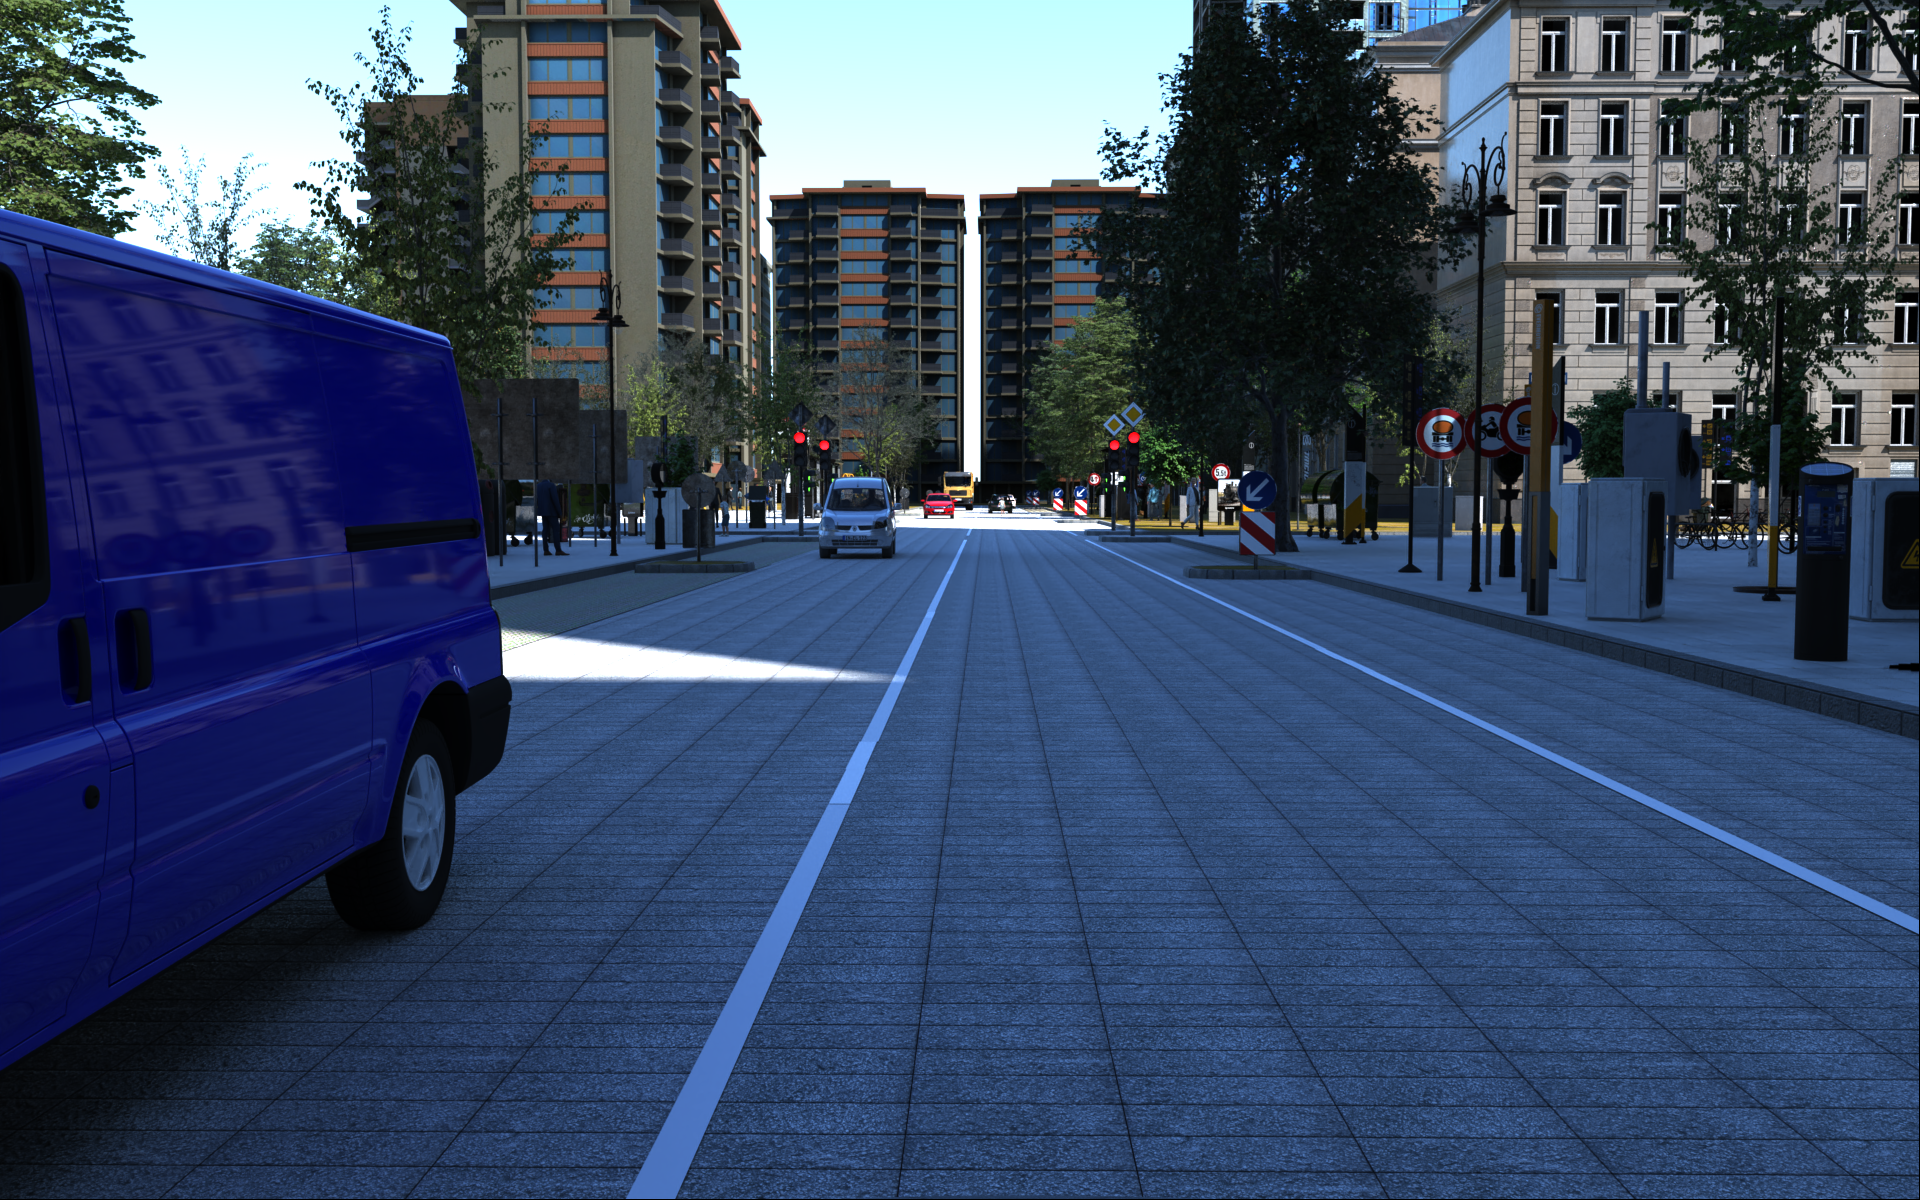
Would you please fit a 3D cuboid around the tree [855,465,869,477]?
[{"bbox_3d":[-6.664,-7.327,114.403,1.663,3.219,1.824,0,3,0],"label":"tree"}]

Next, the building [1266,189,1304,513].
[{"bbox_3d":[29.462,-19.911,122.802,12.463,27.353,25.104,0,4,1],"label":"building"}]

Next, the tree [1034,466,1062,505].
[{"bbox_3d":[10.107,-13.310,201.334,4.285,4.588,4.351,0,3,0],"label":"tree"}]

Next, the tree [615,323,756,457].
[{"bbox_3d":[-19.723,-13.027,123.361,12.009,13.543,11.850,0,3,0],"label":"tree"}]

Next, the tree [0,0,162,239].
[{"bbox_3d":[-16.709,-6.702,27.702,7.486,12.596,7.792,0,3,0],"label":"tree"}]

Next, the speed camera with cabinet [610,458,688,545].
[{"bbox_3d":[-7.975,-3.065,44.444,2.038,3.252,0.660,2,4,24],"label":"speed camera with cabinet"}]

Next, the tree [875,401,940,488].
[{"bbox_3d":[-5.734,-15.849,184.885,9.928,11.665,9.643,0,3,0],"label":"tree"}]

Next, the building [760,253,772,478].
[{"bbox_3d":[-39.994,-34.114,249.642,23.993,40.220,32.217,0,4,1],"label":"building"}]

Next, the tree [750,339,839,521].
[{"bbox_3d":[-7.558,-8.031,81.670,4.360,8.622,3.978,0,3,0],"label":"tree"}]

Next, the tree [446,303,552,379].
[{"bbox_3d":[-28.271,-11.336,102.351,9.611,12.733,9.660,0,3,0],"label":"tree"}]

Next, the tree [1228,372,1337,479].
[{"bbox_3d":[16.627,-8.373,87.267,4.360,8.622,3.978,0,3,0],"label":"tree"}]

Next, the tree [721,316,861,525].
[{"bbox_3d":[-7.406,-7.372,70.887,4.737,8.622,4.395,0,3,0],"label":"tree"}]

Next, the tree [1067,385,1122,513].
[{"bbox_3d":[8.798,-10.165,116.559,4.737,8.622,4.395,0,3,0],"label":"tree"}]

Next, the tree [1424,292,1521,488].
[{"bbox_3d":[18.361,-6.955,64.085,4.360,8.622,3.978,0,3,0],"label":"tree"}]

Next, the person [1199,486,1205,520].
[{"bbox_3d":[11.999,-4.853,86.394,0.522,1.701,0.512,0,4,-4],"label":"person"}]

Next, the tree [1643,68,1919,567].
[{"bbox_3d":[14.293,-4.895,30.404,4.737,8.622,4.395,0,3,0],"label":"tree"}]

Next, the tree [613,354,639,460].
[{"bbox_3d":[-17.839,-8.193,84.316,4.360,8.622,3.978,0,3,0],"label":"tree"}]

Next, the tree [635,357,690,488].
[{"bbox_3d":[-16.802,-8.765,93.666,4.737,8.622,4.395,0,3,0],"label":"tree"}]

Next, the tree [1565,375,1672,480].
[{"bbox_3d":[18.149,-3.913,47.693,4.285,4.588,4.351,0,3,0],"label":"tree"}]

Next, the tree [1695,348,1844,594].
[{"bbox_3d":[10.751,-1.719,22.707,1.663,3.219,1.824,0,3,0],"label":"tree"}]

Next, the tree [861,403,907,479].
[{"bbox_3d":[-6.259,-11.526,138.811,4.737,8.622,4.395,0,3,0],"label":"tree"}]

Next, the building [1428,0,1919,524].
[{"bbox_3d":[35.428,-17.237,79.081,25.104,27.353,12.463,0,4,1],"label":"building"}]

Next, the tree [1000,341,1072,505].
[{"bbox_3d":[11.292,-21.776,211.921,12.611,20.169,13.585,0,3,0],"label":"tree"}]

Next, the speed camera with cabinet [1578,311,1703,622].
[{"bbox_3d":[7.157,-1.457,18.160,0.660,3.252,2.038,2,4,35],"label":"speed camera with cabinet"}]

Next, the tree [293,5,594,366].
[{"bbox_3d":[-8.097,-4.695,27.125,4.737,8.622,4.395,0,3,0],"label":"tree"}]

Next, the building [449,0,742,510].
[{"bbox_3d":[-30.936,-30.317,150.304,22.147,44.769,28.867,0,4,1],"label":"building"}]

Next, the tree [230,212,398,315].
[{"bbox_3d":[-29.879,-10.462,77.716,9.857,13.997,8.962,0,3,0],"label":"tree"}]

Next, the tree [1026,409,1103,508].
[{"bbox_3d":[10.036,-13.543,155.832,8.767,10.594,7.601,0,4,7],"label":"tree"}]

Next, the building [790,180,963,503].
[{"bbox_3d":[-13.544,-36.063,244.261,28.867,44.769,22.147,0,4,1],"label":"building"}]

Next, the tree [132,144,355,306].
[{"bbox_3d":[-15.601,-5.318,37.308,4.360,8.622,3.978,0,3,0],"label":"tree"}]

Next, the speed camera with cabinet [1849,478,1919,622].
[{"bbox_3d":[10.128,-1.413,17.432,2.038,3.252,0.660,0,4,5],"label":"speed camera with cabinet"}]

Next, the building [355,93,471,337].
[{"bbox_3d":[-56.830,-33.089,191.116,14.200,45.320,14.600,0,4,1],"label":"building"}]

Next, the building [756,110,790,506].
[{"bbox_3d":[-34.373,-32.530,186.485,28.867,44.769,22.147,0,4,1],"label":"building"}]

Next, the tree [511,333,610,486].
[{"bbox_3d":[-18.541,-7.825,78.298,4.360,8.622,3.978,0,3,0],"label":"tree"}]

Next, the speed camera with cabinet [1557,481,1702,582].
[{"bbox_3d":[9.946,-1.918,25.691,2.038,3.252,0.660,-1,4,-13],"label":"speed camera with cabinet"}]

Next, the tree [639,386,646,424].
[{"bbox_3d":[-21.909,-10.132,116.027,4.360,8.622,3.978,0,3,0],"label":"tree"}]

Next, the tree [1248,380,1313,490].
[{"bbox_3d":[17.582,-8.830,94.736,4.737,8.622,4.395,0,3,0],"label":"tree"}]

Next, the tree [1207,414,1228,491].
[{"bbox_3d":[17.771,-9.366,103.501,4.360,8.622,3.978,0,3,0],"label":"tree"}]

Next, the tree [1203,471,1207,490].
[{"bbox_3d":[18.874,-10.399,120.381,4.360,8.622,3.978,0,3,0],"label":"tree"}]

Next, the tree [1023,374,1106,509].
[{"bbox_3d":[9.129,-13.380,144.523,9.928,11.665,9.643,0,3,0],"label":"tree"}]

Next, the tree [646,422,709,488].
[{"bbox_3d":[-7.429,-3.193,46.801,1.663,3.219,1.824,0,3,0],"label":"tree"}]

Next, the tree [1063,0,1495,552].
[{"bbox_3d":[7.145,-7.435,38.572,9.611,12.733,9.660,0,3,0],"label":"tree"}]

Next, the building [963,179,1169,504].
[{"bbox_3d":[15.316,-36.022,243.591,28.867,44.769,22.147,0,4,1],"label":"building"}]

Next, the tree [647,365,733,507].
[{"bbox_3d":[-15.364,-9.139,99.779,4.360,8.622,3.978,0,3,0],"label":"tree"}]

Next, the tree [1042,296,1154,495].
[{"bbox_3d":[8.736,-11.026,98.397,7.486,12.596,7.792,0,3,0],"label":"tree"}]

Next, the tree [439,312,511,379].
[{"bbox_3d":[-20.456,-7.348,70.496,4.360,8.622,3.978,0,3,0],"label":"tree"}]

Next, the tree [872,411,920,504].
[{"bbox_3d":[-5.592,-12.142,148.883,4.360,8.622,3.978,0,3,0],"label":"tree"}]

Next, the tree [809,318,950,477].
[{"bbox_3d":[-5.932,-12.915,121.531,12.009,13.543,11.850,0,3,0],"label":"tree"}]

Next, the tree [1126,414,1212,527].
[{"bbox_3d":[8.162,-5.141,67.775,4.285,4.588,4.351,0,3,0],"label":"tree"}]

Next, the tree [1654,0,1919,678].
[{"bbox_3d":[7.394,-5.267,11.879,9.928,11.665,9.643,0,3,0],"label":"tree"}]

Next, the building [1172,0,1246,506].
[{"bbox_3d":[33.937,-45.672,184.992,20.563,71.187,20.611,0,4,1],"label":"building"}]

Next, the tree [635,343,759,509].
[{"bbox_3d":[-16.375,-10.597,107.677,8.767,10.594,7.601,0,4,4],"label":"tree"}]

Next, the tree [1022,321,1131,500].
[{"bbox_3d":[8.855,-13.369,125.231,9.857,13.997,8.962,0,3,0],"label":"tree"}]

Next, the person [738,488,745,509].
[{"bbox_3d":[-18.838,-8.717,148.643,0.705,1.814,1.350,1,4,17],"label":"person"}]

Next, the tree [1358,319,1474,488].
[{"bbox_3d":[18.741,-7.376,70.956,4.737,8.622,4.395,0,3,0],"label":"tree"}]

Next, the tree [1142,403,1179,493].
[{"bbox_3d":[14.715,-11.216,133.744,4.737,8.622,4.395,0,3,0],"label":"tree"}]

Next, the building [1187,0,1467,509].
[{"bbox_3d":[34.031,-51.697,157.915,22.319,86.520,31.000,0,4,1],"label":"building"}]

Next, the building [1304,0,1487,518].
[{"bbox_3d":[28.035,-19.217,100.097,13.634,28.700,20.117,0,4,1],"label":"building"}]
